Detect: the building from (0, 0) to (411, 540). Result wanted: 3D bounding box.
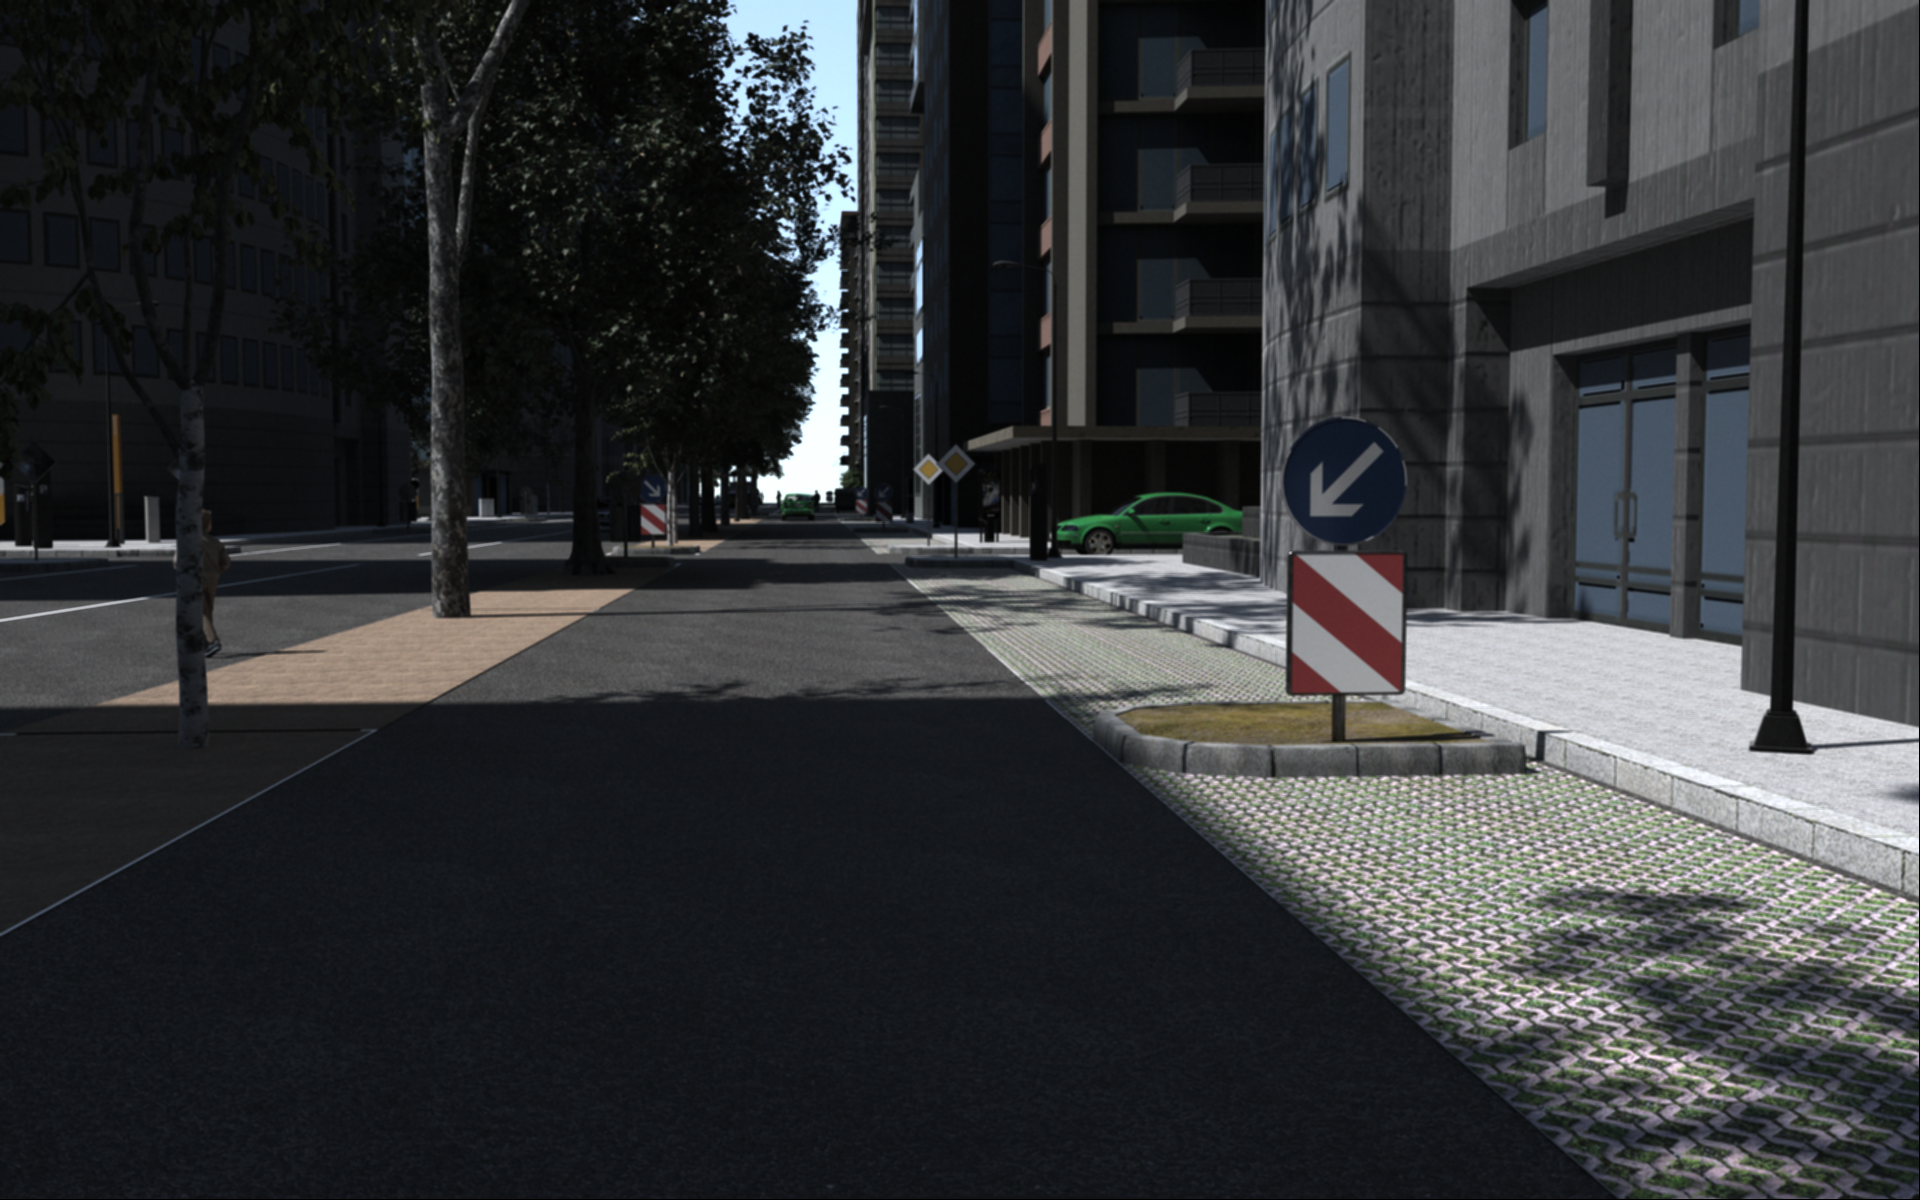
[{"bbox_3d":[-32.918,-31.566,58.111,21.231,58.520,28.212,0,4,-5],"label":"building"}]

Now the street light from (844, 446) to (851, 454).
[{"bbox_3d":[-10.194,-11.919,167.409,1.470,5.913,1.316,0,4,-5],"label":"street light"}]

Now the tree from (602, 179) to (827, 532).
[{"bbox_3d":[-9.430,-9.515,64.678,9.857,13.997,8.962,0,3,0],"label":"tree"}]

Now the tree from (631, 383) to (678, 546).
[{"bbox_3d":[-7.588,-5.635,44.959,4.737,8.622,4.395,0,3,0],"label":"tree"}]

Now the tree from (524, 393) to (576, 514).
[{"bbox_3d":[-26.783,-9.972,113.412,4.360,8.622,3.978,0,3,0],"label":"tree"}]

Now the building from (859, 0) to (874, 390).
[{"bbox_3d":[4.370,-36.154,180.352,28.713,52.752,27.495,0,4,-5],"label":"building"}]

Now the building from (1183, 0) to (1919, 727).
[{"bbox_3d":[14.700,-29.260,20.409,21.231,58.520,28.212,0,4,-5],"label":"building"}]

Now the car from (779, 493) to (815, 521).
[{"bbox_3d":[-8.859,-5.236,94.401,1.959,1.807,4.718,0,4,-6],"label":"car"}]

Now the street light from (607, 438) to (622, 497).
[{"bbox_3d":[-28.684,-10.468,143.689,1.470,5.913,1.316,0,4,-5],"label":"street light"}]

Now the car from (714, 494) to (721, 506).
[{"bbox_3d":[-28.514,-11.960,207.544,2.014,1.417,4.499,0,4,-7],"label":"car"}]

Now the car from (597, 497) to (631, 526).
[{"bbox_3d":[-13.575,-3.341,67.203,1.945,1.354,3.894,0,4,-7],"label":"car"}]

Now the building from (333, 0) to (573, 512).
[{"bbox_3d":[-41.341,-37.550,155.940,21.231,58.520,28.212,0,4,-5],"label":"building"}]

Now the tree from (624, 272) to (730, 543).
[{"bbox_3d":[-8.202,-5.917,49.563,4.360,8.622,3.978,0,3,0],"label":"tree"}]

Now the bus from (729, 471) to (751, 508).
[{"bbox_3d":[-22.481,-11.461,178.933,2.896,3.916,12.252,0,4,-4],"label":"bus"}]

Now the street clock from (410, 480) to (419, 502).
[{"bbox_3d":[-28.043,-5.168,89.063,0.471,2.002,0.358,-1,4,-20],"label":"street clock"}]

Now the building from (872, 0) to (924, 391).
[{"bbox_3d":[0.487,-27.243,129.024,14.154,41.232,14.086,0,4,-5],"label":"building"}]

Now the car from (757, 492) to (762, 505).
[{"bbox_3d":[-27.949,-13.858,235.245,2.281,1.827,5.304,0,4,-5],"label":"car"}]

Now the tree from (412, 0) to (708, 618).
[{"bbox_3d":[-4.609,-9.808,18.710,12.611,20.169,13.585,0,3,0],"label":"tree"}]

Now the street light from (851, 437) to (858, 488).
[{"bbox_3d":[-7.907,-10.328,141.398,1.470,5.913,1.316,0,4,-5],"label":"street light"}]

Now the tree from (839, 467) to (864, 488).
[{"bbox_3d":[-12.701,-13.512,204.640,4.285,4.588,4.351,0,3,0],"label":"tree"}]

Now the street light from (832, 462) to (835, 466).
[{"bbox_3d":[-19.648,-18.578,276.283,1.470,5.913,1.316,0,4,-5],"label":"street light"}]

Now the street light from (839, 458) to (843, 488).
[{"bbox_3d":[-12.428,-13.510,193.424,1.470,5.913,1.316,0,4,-5],"label":"street light"}]

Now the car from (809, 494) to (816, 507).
[{"bbox_3d":[-16.694,-10.922,190.583,2.014,1.417,4.499,0,4,-5],"label":"car"}]

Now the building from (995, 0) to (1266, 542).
[{"bbox_3d":[14.790,-24.449,54.367,28.867,44.769,22.147,0,4,-5],"label":"building"}]

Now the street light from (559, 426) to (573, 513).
[{"bbox_3d":[-26.448,-8.846,117.168,1.470,5.913,1.316,0,4,-5],"label":"street light"}]

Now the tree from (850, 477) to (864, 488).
[{"bbox_3d":[-11.698,-12.660,201.587,1.663,3.219,1.824,0,3,0],"label":"tree"}]

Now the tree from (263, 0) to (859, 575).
[{"bbox_3d":[-6.613,-6.778,30.288,9.611,12.733,9.660,0,3,0],"label":"tree"}]

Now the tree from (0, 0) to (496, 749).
[{"bbox_3d":[-4.373,-3.480,9.724,4.737,8.622,4.395,0,3,0],"label":"tree"}]

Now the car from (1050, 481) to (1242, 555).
[{"bbox_3d":[4.403,-1.872,39.406,4.718,1.807,1.959,0,4,-6],"label":"car"}]

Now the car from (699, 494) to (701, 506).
[{"bbox_3d":[-27.842,-10.755,187.642,2.131,1.459,4.920,0,4,-3],"label":"car"}]

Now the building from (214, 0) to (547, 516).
[{"bbox_3d":[-39.036,-35.833,127.874,21.231,58.520,28.212,0,4,-5],"label":"building"}]

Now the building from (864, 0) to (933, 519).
[{"bbox_3d":[5.897,-48.231,101.253,22.319,86.520,31.000,0,4,-5],"label":"building"}]

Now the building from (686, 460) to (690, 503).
[{"bbox_3d":[-47.093,-35.331,261.250,14.154,41.232,14.086,0,4,-5],"label":"building"}]

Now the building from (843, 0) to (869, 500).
[{"bbox_3d":[-5.714,-48.862,237.139,20.563,71.187,20.611,0,4,-5],"label":"building"}]

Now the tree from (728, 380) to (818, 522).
[{"bbox_3d":[-11.548,-9.307,89.044,8.767,10.594,7.601,0,4,-5],"label":"tree"}]

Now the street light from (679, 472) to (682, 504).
[{"bbox_3d":[-35.994,-15.520,226.298,1.470,5.913,1.316,0,4,-5],"label":"street light"}]

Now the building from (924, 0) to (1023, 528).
[{"bbox_3d":[5.861,-25.794,71.849,14.600,45.320,14.200,0,4,-5],"label":"building"}]

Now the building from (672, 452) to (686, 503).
[{"bbox_3d":[-45.074,-33.605,233.034,14.154,41.232,14.086,0,4,-5],"label":"building"}]

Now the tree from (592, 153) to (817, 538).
[{"bbox_3d":[-8.543,-8.283,56.010,7.486,12.596,7.792,0,3,0],"label":"tree"}]

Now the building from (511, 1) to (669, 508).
[{"bbox_3d":[-47.371,-40.925,211.118,21.231,58.520,28.212,0,4,-5],"label":"building"}]

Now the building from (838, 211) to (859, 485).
[{"bbox_3d":[-7.167,-37.185,262.606,22.147,44.769,28.867,0,4,-5],"label":"building"}]

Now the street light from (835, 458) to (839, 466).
[{"bbox_3d":[-15.136,-15.395,224.256,1.470,5.913,1.316,0,4,-5],"label":"street light"}]

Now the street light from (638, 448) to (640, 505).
[{"bbox_3d":[-31.122,-12.103,170.424,1.470,5.913,1.316,0,4,-5],"label":"street light"}]

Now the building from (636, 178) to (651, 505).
[{"bbox_3d":[-39.717,-30.226,177.797,14.154,41.232,14.086,0,4,-5],"label":"building"}]

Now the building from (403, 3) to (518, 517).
[{"bbox_3d":[-34.443,-27.613,101.590,14.600,45.320,14.200,0,4,-5],"label":"building"}]
